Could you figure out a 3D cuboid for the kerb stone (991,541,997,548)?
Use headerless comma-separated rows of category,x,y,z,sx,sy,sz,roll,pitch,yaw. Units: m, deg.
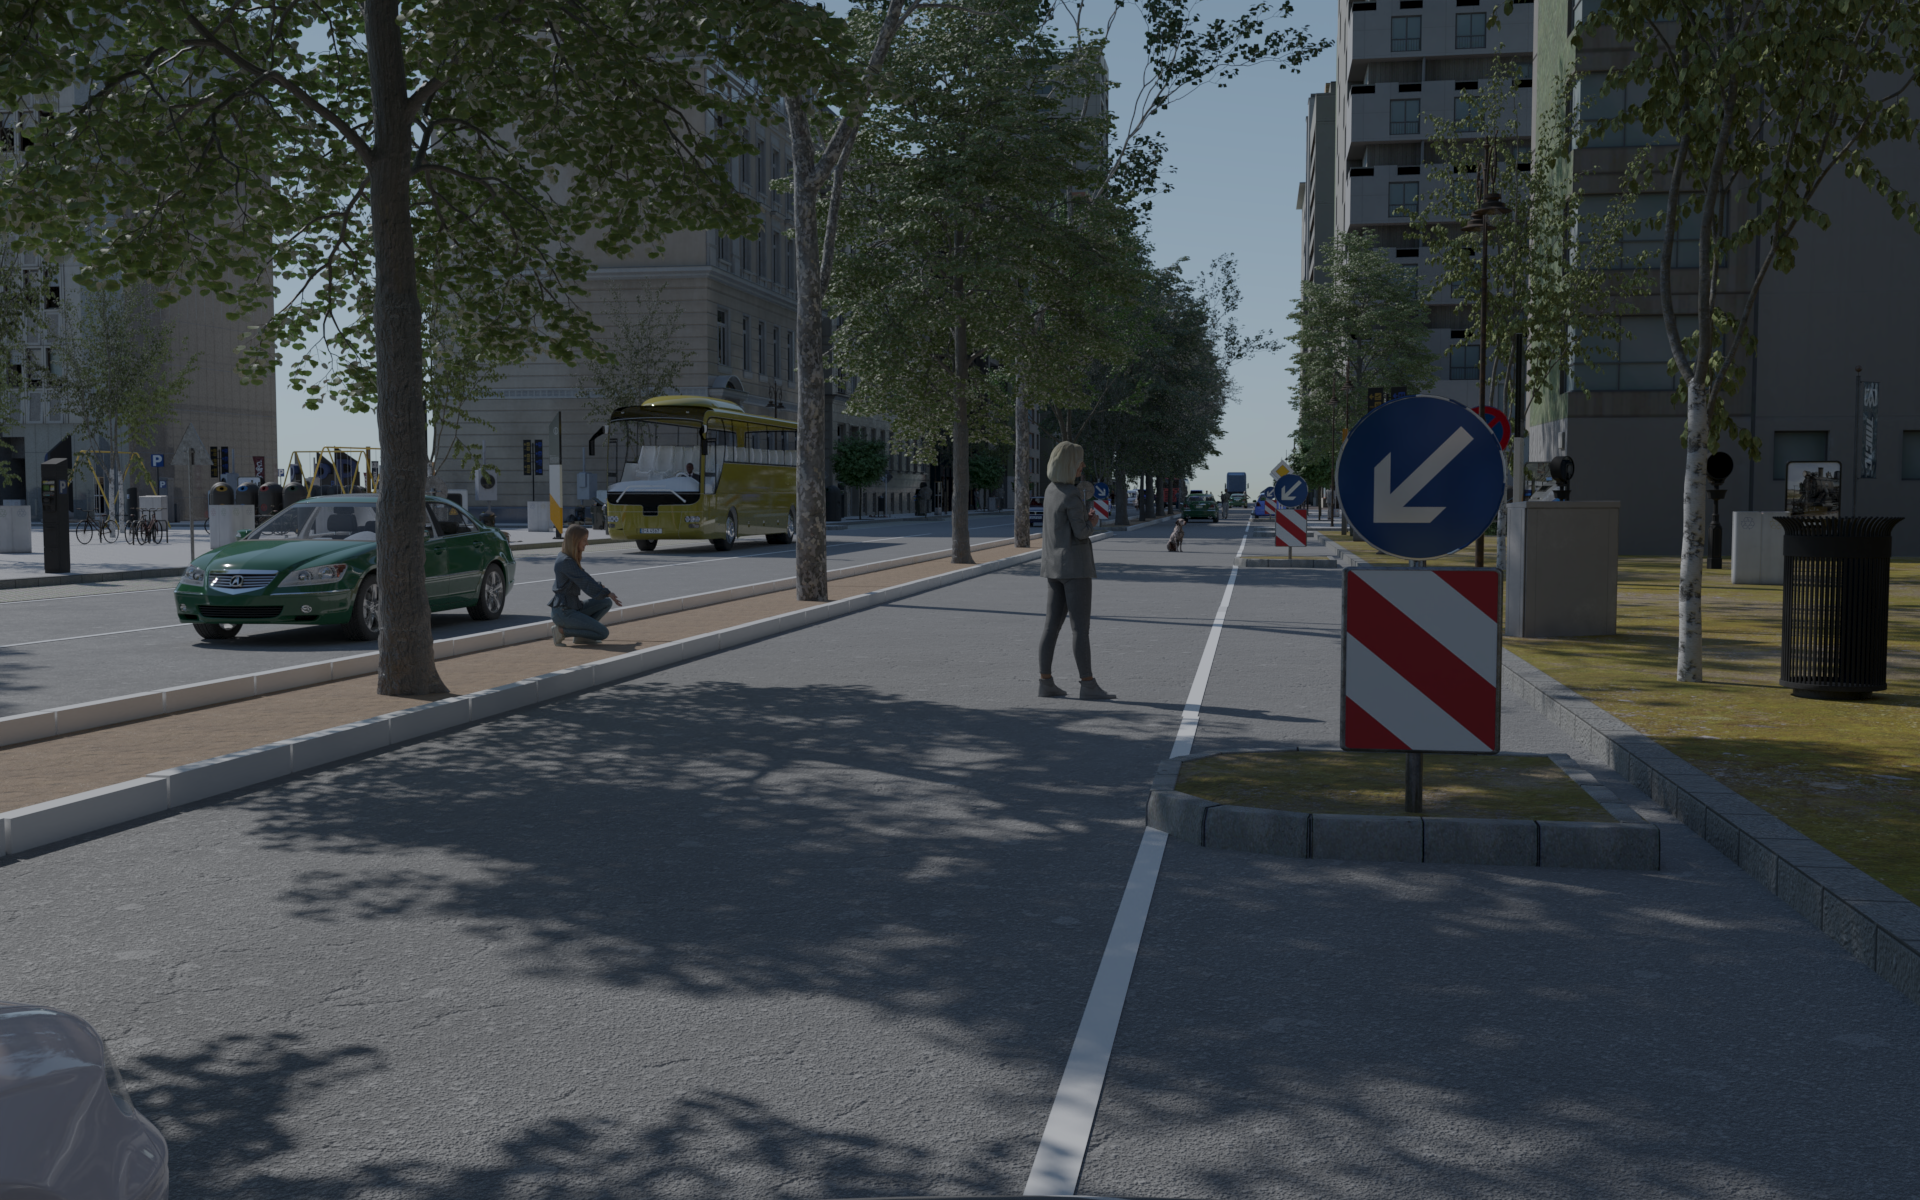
kerb stone,0.783,-1.463,46.111,0.120,0.150,1.000,1,4,10

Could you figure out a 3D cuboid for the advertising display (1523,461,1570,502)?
advertising display,11.542,-1.769,34.133,0.123,1.923,0.974,-3,4,-38

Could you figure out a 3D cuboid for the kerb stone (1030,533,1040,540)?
kerb stone,2.351,-2.015,55.216,0.120,0.150,1.000,1,4,10

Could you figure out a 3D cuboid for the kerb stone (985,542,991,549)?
kerb stone,0.606,-1.401,45.098,0.120,0.150,1.000,1,4,10

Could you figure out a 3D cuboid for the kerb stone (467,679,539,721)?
kerb stone,-3.054,0.663,11.424,0.120,0.150,1.000,1,4,10

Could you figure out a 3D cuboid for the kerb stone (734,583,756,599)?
kerb stone,-3.050,-0.102,23.866,0.120,0.150,1.000,1,4,10

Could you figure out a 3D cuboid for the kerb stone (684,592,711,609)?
kerb stone,-3.387,0.021,21.844,0.120,0.150,1.000,1,4,10

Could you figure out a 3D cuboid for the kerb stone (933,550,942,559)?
kerb stone,-0.599,-0.969,38.044,0.120,0.150,1.000,1,4,10

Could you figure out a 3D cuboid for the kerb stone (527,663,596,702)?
kerb stone,-2.881,0.597,12.431,0.120,0.150,1.000,1,4,10

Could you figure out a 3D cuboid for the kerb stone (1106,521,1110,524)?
kerb stone,6.776,-3.593,80.942,0.120,0.150,1.000,1,4,10

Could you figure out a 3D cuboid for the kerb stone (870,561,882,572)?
kerb stone,-1.648,-0.598,31.971,0.120,0.150,1.000,1,4,10

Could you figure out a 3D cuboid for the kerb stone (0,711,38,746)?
kerb stone,-5.478,0.763,9.727,0.120,0.150,1.000,1,4,10

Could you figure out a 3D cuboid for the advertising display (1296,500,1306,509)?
advertising display,25.255,-7.574,129.050,0.974,1.923,0.123,1,4,20

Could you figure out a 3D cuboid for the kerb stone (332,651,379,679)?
kerb stone,-4.777,0.519,13.769,0.120,0.150,1.000,1,4,10

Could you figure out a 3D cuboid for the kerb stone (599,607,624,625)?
kerb stone,-3.919,0.211,18.810,0.120,0.150,1.000,1,4,10

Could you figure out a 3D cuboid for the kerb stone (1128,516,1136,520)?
kerb stone,9.727,-4.643,98.110,0.120,0.150,1.000,1,4,10

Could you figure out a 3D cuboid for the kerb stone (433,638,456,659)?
kerb stone,-4.610,0.454,14.779,0.120,0.150,1.000,1,4,10

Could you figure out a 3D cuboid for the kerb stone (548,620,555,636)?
kerb stone,-4.087,0.269,17.801,0.120,0.150,1.000,1,4,10

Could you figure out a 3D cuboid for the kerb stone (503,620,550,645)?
kerb stone,-4.258,0.330,16.793,0.120,0.150,1.000,1,4,10

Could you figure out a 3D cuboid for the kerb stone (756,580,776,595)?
kerb stone,-2.874,-0.163,24.880,0.120,0.150,1.000,1,4,10

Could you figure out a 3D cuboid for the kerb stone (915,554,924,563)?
kerb stone,-0.947,-0.845,36.016,0.120,0.150,1.000,1,4,10

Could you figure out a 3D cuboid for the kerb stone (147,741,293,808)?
kerb stone,-3.576,0.844,8.398,0.120,0.150,1.000,1,4,10

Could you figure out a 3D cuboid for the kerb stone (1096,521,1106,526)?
kerb stone,6.430,-3.469,78.920,0.120,0.150,1.000,1,4,10

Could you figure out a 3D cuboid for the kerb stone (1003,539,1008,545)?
kerb stone,1.133,-1.587,48.140,0.120,0.150,1.000,1,4,10

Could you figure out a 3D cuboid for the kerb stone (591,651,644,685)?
kerb stone,-2.706,0.535,13.448,0.120,0.150,1.000,1,4,10

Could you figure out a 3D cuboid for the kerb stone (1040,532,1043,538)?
kerb stone,2.521,-2.080,56.224,0.120,0.150,1.000,1,4,10

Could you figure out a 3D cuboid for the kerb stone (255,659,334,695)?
kerb stone,-4.955,0.580,12.762,0.120,0.150,1.000,1,4,10

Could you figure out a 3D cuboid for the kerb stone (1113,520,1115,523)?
kerb stone,7.297,-3.775,83.978,0.120,0.150,1.000,1,4,10

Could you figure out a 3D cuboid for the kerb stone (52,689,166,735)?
kerb stone,-5.308,0.701,10.736,0.120,0.150,1.000,1,4,10

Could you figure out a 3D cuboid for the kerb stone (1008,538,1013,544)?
kerb stone,1.305,-1.644,49.153,0.120,0.150,1.000,1,4,10

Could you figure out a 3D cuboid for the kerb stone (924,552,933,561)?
kerb stone,-0.775,-0.907,37.037,0.120,0.150,1.000,1,4,10

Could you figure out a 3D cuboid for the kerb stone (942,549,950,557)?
kerb stone,-0.431,-1.031,39.053,0.120,0.150,1.000,1,4,10

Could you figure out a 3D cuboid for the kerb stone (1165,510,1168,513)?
kerb stone,16.700,-7.119,138.588,0.120,0.150,1.000,1,4,10

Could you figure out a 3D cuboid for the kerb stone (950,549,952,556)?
kerb stone,-0.260,-1.093,40.061,0.120,0.150,1.000,1,4,10

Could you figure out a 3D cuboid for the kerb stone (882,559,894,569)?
kerb stone,-1.474,-0.660,32.989,0.120,0.150,1.000,1,4,10

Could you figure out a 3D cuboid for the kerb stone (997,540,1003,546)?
kerb stone,0.961,-1.525,47.132,0.120,0.150,1.000,1,4,10

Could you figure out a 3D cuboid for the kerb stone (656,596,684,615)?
kerb stone,-3.568,0.083,20.836,0.120,0.150,1.000,1,4,10

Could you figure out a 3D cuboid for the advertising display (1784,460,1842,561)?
advertising display,16.418,-1.722,33.363,0.974,1.923,0.123,1,4,21

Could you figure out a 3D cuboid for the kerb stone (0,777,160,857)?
kerb stone,-3.746,0.913,7.387,0.120,0.150,1.000,1,4,10

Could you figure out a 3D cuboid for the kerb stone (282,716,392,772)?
kerb stone,-3.404,0.783,9.408,0.120,0.150,1.000,1,4,10

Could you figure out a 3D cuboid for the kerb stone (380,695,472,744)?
kerb stone,-3.232,0.720,10.416,0.120,0.150,1.000,1,4,10

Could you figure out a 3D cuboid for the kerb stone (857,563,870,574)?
kerb stone,-1.825,-0.532,30.953,0.120,0.150,1.000,1,4,10

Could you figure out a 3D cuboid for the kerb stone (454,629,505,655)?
kerb stone,-4.440,0.397,15.788,0.120,0.150,1.000,1,4,10

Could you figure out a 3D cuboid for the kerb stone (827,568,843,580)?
kerb stone,-2.177,-0.412,28.925,0.120,0.150,1.000,1,4,10

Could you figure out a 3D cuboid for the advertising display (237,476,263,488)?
advertising display,-25.989,-3.561,63.433,0.974,1.923,0.123,1,4,12

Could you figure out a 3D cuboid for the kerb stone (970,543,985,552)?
kerb stone,0.436,-1.337,44.090,0.120,0.150,1.000,1,4,10

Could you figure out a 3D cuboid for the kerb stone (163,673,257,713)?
kerb stone,-5.128,0.639,11.747,0.120,0.150,1.000,1,4,10

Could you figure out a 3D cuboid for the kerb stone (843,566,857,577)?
kerb stone,-1.999,-0.469,29.946,0.120,0.150,1.000,1,4,10

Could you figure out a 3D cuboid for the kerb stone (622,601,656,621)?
kerb stone,-3.740,0.145,19.828,0.120,0.150,1.000,1,4,10

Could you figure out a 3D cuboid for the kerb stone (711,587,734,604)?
kerb stone,-3.222,-0.038,22.854,0.120,0.150,1.000,1,4,10

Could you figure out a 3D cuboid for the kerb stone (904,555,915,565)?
kerb stone,-1.124,-0.783,35.009,0.120,0.150,1.000,1,4,10

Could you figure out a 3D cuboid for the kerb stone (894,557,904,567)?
kerb stone,-1.300,-0.717,34.003,0.120,0.150,1.000,1,4,10

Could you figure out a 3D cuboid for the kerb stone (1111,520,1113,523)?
kerb stone,7.127,-3.715,82.965,0.120,0.150,1.000,1,4,10

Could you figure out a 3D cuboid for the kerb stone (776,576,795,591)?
kerb stone,-2.691,-0.226,25.889,0.120,0.150,1.000,1,4,10
